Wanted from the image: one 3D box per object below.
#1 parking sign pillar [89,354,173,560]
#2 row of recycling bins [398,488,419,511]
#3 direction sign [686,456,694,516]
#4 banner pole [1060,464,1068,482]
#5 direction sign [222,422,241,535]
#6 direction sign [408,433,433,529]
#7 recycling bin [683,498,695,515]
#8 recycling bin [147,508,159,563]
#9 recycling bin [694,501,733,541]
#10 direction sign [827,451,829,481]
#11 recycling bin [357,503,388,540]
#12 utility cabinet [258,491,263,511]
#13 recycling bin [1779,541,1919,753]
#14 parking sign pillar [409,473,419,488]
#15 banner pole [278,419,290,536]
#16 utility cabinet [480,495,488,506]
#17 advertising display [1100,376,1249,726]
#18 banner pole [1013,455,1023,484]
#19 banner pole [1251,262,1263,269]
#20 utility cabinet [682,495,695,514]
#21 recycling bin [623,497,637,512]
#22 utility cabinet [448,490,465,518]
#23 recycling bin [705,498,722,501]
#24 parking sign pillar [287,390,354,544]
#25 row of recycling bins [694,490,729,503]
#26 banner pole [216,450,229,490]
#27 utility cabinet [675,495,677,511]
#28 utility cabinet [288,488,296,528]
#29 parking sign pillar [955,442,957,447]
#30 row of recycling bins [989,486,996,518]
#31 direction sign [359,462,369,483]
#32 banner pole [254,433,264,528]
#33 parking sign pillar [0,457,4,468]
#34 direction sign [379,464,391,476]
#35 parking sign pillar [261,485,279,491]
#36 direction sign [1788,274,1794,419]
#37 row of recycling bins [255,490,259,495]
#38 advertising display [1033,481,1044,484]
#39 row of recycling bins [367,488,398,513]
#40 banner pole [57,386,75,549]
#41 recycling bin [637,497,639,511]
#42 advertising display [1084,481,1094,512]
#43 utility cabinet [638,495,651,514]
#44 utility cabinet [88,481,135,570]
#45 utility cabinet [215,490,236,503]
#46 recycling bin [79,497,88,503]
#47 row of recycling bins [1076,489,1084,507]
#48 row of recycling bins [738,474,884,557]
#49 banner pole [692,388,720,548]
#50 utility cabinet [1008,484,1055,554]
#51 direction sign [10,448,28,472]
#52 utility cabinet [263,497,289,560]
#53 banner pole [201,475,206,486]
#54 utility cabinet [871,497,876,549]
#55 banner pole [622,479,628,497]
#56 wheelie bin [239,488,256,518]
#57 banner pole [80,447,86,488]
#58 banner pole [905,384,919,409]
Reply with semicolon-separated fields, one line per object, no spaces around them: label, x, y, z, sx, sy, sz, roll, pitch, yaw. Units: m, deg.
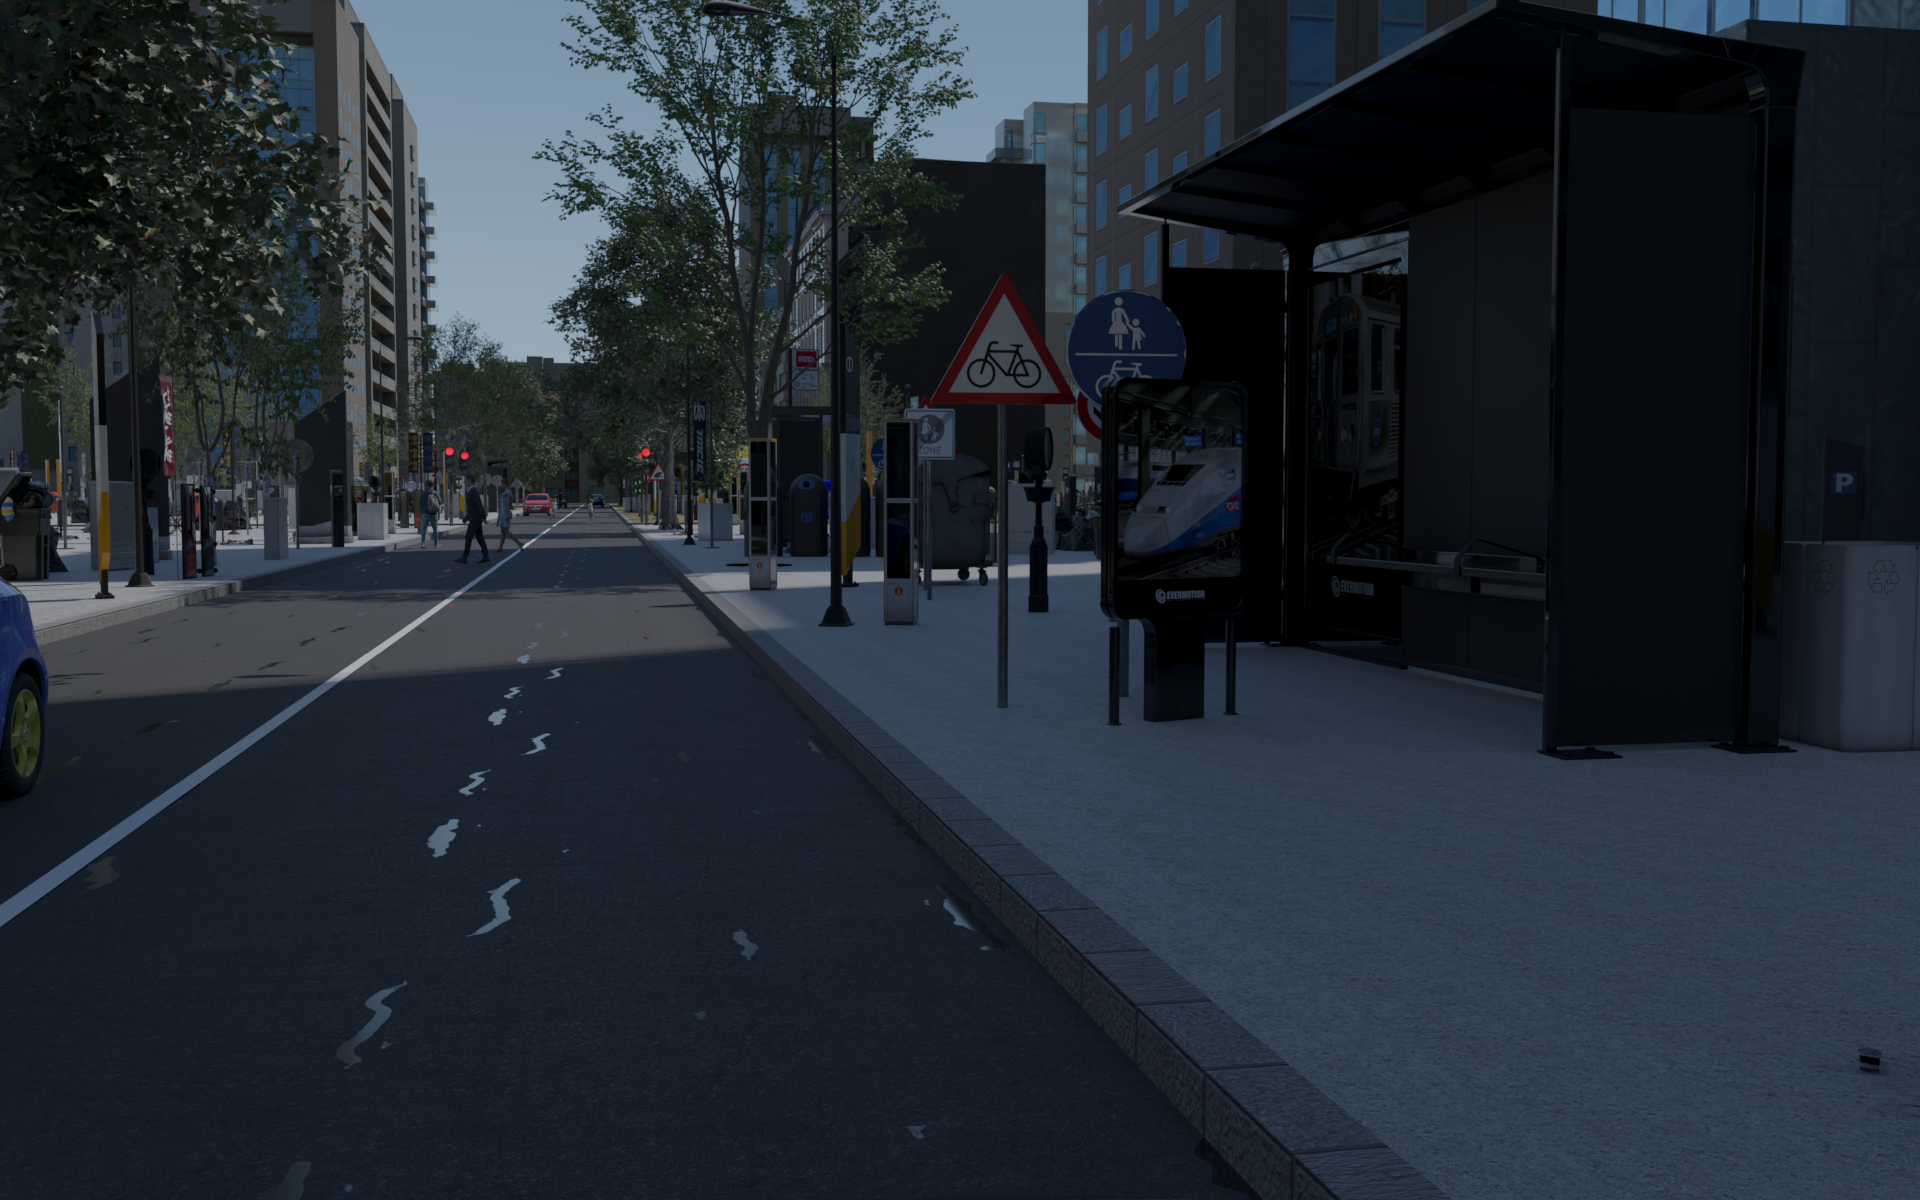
parking sign pillar;-16.121;-2.761;33.622;1.447;3.967;1.447;0;4;-4
row of recycling bins;-38.850;-6.934;120.481;3.534;1.692;1.069;1;4;14
direction sign;-15.879;-6.796;103.110;0.876;3.537;0.379;0;4;-7
banner pole;8.671;-9.467;144.805;0.863;3.779;0.401;1;4;9
direction sign;-22.998;-3.838;54.754;0.379;3.537;0.876;1;4;11
direction sign;-19.867;-4.396;63.870;0.876;3.537;0.379;0;4;-1
recycling bin;-16.324;-5.657;105.045;0.722;1.027;0.722;-2;4;-33
recycling bin;-15.248;-1.181;31.861;0.722;1.027;0.722;0;4;-3
recycling bin;-6.755;-2.155;47.793;0.722;1.027;0.722;-3;5;-42
direction sign;-6.910;-6.050;90.906;0.379;3.537;0.876;-1;4;-10
recycling bin;-16.533;-2.215;48.764;0.722;1.027;0.722;-1;4;-9
utility cabinet;-52.559;-7.475;130.892;1.173;1.500;0.318;0;4;2
recycling bin;4.684;0.220;8.960;0.722;1.027;0.722;-1;4;-9
parking sign pillar;-41.315;-8.738;131.332;1.447;3.967;1.447;0;4;3
banner pole;-20.650;-3.824;52.534;0.401;3.779;0.863;-3;5;-39
utility cabinet;-31.312;-6.185;112.284;1.020;1.237;0.306;0;4;4
advertising display;1.218;-0.281;9.802;0.974;1.923;0.123;-2;4;-32
banner pole;3.786;-7.418;111.298;0.863;3.779;0.401;1;4;11
banner pole;2.985;-1.758;18.768;0.863;3.779;0.401;-1;4;-14
utility cabinet;-16.949;-5.972;108.800;1.020;1.237;0.306;1;4;10
recycling bin;-24.008;-6.907;125.481;0.722;1.027;0.722;-1;4;-18
utility cabinet;-27.012;-5.174;93.278;1.173;1.500;0.318;0;4;0
recycling bin;-14.181;-5.338;99.836;0.722;1.027;0.722;3;5;42
parking sign pillar;-16.560;-3.458;45.018;1.447;3.967;1.447;0;4;-7
row of recycling bins;-16.692;-6.750;117.477;3.534;1.692;1.069;-1;4;-14
banner pole;-42.319;-6.682;99.262;0.863;3.779;0.401;0;4;2
utility cabinet;-16.542;-5.407;99.566;0.306;1.237;1.020;0;4;2
utility cabinet;-24.592;-3.402;64.300;0.318;1.500;1.173;-3;4;-38
parking sign pillar;-0.379;-6.200;89.839;1.447;3.967;1.447;-2;4;-26
row of recycling bins;2.775;-5.004;88.928;3.534;1.692;1.069;0;4;3
direction sign;-42.421;-8.033;123.340;0.379;3.537;0.876;2;4;24
banner pole;-26.090;-4.554;64.467;0.863;3.779;0.401;3;5;42
parking sign pillar;-70.297;-8.417;126.089;1.447;3.967;1.447;-2;4;-29
direction sign;-43.843;-8.567;132.060;0.876;3.537;0.379;-2;4;-32
parking sign pillar;-41.342;-7.160;105.539;1.447;3.967;1.447;1;4;10
direction sign;8.164;-1.594;18.060;0.876;3.537;0.379;1;4;17
row of recycling bins;-54.312;-7.938;136.894;3.534;1.692;1.069;-3;4;-36
advertising display;2.582;-3.374;60.380;0.123;1.923;0.974;-2;4;-34
row of recycling bins;-37.783;-6.293;109.996;3.534;1.692;1.069;0;4;3
banner pole;-20.942;-3.081;40.392;0.401;3.779;0.863;-2;4;-32
recycling bin;-24.961;-7.319;132.221;0.722;1.027;0.722;1;4;14
advertising display;6.388;-4.834;84.241;0.123;1.923;0.974;-2;4;-34
utility cabinet;-20.406;-6.167;111.988;0.306;1.237;1.020;-3;5;-42
utility cabinet;-14.257;-1.260;29.272;0.318;1.500;1.173;0;3;0
utility cabinet;-40.868;-5.358;96.286;1.173;1.500;0.318;-3;5;-40
recycling bin;-72.546;-7.978;142.991;0.722;1.027;0.722;1;4;16
row of recycling bins;9.854;-8.221;141.520;1.069;1.692;3.534;3;4;37
row of recycling bins;-2.702;-1.740;35.564;3.534;1.692;1.069;0;4;3
banner pole;-6.011;-3.104;40.771;0.401;3.779;0.863;2;4;34
utility cabinet;1.427;-1.730;36.957;1.173;1.500;0.318;1;4;14
direction sign;-49.436;-6.062;91.115;0.876;3.537;0.379;0;4;3
utility cabinet;-13.502;-1.407;34.166;0.306;1.237;1.020;-1;4;-12
banner pole;-45.631;-7.010;104.633;0.863;3.779;0.401;0;4;-3
utility cabinet;-1.835;-1.806;40.692;1.020;1.237;0.306;0;4;6
banner pole;-28.994;-9.788;150.052;0.401;3.779;0.863;2;4;31
wheelie bin;-38.811;-5.294;94.467;0.980;1.594;0.693;-1;4;-23
banner pole;-45.379;-6.091;89.613;0.863;3.779;0.401;3;5;41
banner pole;-1.091;-3.018;39.365;0.401;3.779;0.863;-2;4;-23
